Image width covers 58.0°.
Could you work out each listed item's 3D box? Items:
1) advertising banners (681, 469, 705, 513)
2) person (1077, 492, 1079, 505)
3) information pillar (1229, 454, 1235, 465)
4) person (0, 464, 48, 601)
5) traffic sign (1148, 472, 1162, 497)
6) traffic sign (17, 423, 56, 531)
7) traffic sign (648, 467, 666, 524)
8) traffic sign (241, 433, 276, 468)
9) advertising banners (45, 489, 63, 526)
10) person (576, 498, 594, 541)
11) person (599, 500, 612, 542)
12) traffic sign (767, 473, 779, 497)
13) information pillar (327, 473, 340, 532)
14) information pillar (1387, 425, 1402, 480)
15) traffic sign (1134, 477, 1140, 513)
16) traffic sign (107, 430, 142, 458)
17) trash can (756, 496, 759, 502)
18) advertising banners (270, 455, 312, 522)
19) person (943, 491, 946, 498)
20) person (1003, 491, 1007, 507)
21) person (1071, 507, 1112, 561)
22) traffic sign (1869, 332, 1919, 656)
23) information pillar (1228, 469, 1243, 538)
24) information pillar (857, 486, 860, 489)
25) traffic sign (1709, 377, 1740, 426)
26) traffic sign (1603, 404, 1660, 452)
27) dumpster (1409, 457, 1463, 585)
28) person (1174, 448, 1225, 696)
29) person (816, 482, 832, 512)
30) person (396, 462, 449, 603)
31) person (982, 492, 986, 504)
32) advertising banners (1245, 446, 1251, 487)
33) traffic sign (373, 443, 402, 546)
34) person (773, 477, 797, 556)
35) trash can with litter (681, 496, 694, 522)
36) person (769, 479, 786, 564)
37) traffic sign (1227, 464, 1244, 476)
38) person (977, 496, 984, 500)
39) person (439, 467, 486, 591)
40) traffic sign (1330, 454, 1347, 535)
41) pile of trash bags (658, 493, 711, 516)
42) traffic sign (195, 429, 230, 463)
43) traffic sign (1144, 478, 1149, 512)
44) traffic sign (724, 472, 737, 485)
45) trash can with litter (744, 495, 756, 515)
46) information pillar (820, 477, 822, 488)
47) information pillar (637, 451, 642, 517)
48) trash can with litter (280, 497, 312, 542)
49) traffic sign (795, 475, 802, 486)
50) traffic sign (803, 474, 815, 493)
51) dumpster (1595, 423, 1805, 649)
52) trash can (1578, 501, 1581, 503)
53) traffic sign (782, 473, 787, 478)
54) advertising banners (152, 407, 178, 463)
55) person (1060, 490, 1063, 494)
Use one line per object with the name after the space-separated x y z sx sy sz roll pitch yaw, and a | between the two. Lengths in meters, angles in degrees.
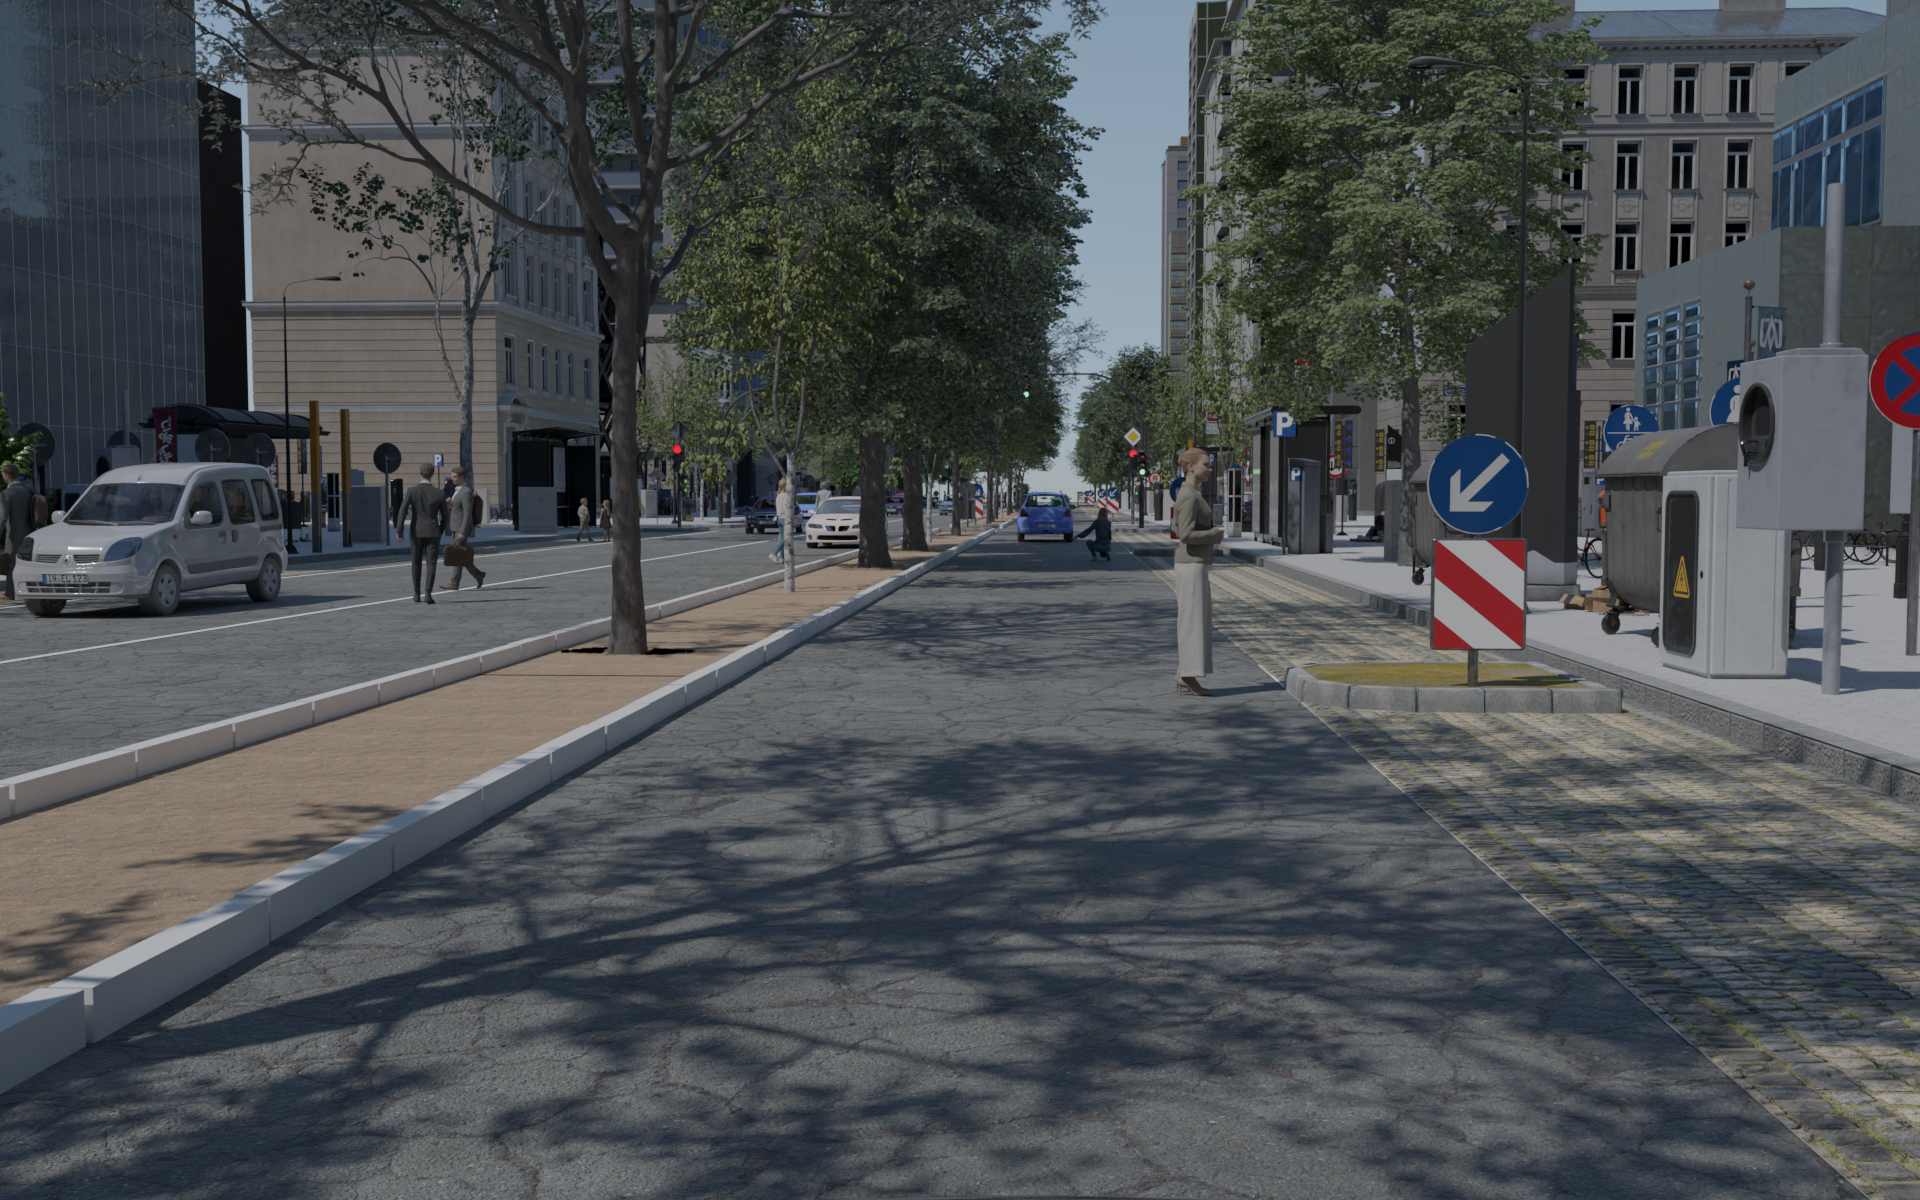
-18.973 -7.734 122.634 2.074 3.025 0.090 -2 4 -31 | advertising banners
14.499 -12.382 211.655 0.721 1.736 1.217 0 4 8 | person
15.674 -6.643 99.968 0.504 3.616 0.183 -3 5 -39 | information pillar
-12.541 -0.896 23.114 0.822 1.834 0.622 0 4 7 | person
11.181 -6.065 99.270 0.768 2.556 0.104 1 4 10 | traffic sign
-16.505 -1.884 30.912 0.768 2.556 0.104 0 4 4 | traffic sign
-12.902 -4.439 73.757 0.795 2.450 0.064 0 4 6 | traffic sign
-14.700 -2.214 36.301 0.768 2.556 0.104 0 4 7 | traffic sign
-22.417 -2.761 41.324 2.074 3.025 0.090 0 4 -1 | advertising banners
-11.383 -2.424 52.399 0.475 1.303 0.640 2 4 32 | person
-10.537 -2.340 51.427 0.362 1.253 0.373 -3 5 -44 | person
-11.486 -6.487 106.171 0.768 2.556 0.104 1 4 12 | traffic sign
-21.442 -3.350 59.269 0.304 2.012 0.304 1 4 14 | information pillar
14.474 -4.065 57.816 0.504 3.616 0.183 1 4 15 | information pillar
12.178 -7.260 118.800 0.768 2.556 0.104 1 4 12 | traffic sign
-16.557 -2.093 34.322 0.768 2.556 0.104 1 4 10 | traffic sign
-13.627 -6.293 114.541 0.748 1.137 0.748 0 3 0 | trash can
-30.152 -4.999 77.919 0.090 3.025 2.074 3 5 42 | advertising banners
-1.852 -12.213 208.187 0.705 1.824 1.348 0 4 4 | person
5.143 -11.584 198.621 0.721 1.735 1.217 -1 4 -17 | person
2.904 -1.419 37.203 1.012 1.151 0.738 -1 4 -14 | person
7.560 -0.831 13.688 0.768 2.556 0.104 1 4 13 | traffic sign
8.073 -2.835 50.839 0.304 2.012 0.304 -2 4 -26 | information pillar
-8.522 -9.389 144.859 0.183 3.616 0.504 2 4 27 | information pillar
8.484 -1.141 18.761 0.768 2.556 0.104 1 4 9 | traffic sign
9.535 -1.503 24.683 0.768 2.556 0.104 0 4 7 | traffic sign
6.903 -1.088 23.553 1.264 1.857 1.865 0 4 3 | dumpster
1.697 -0.199 12.304 0.362 1.759 0.519 0 4 7 | person
-4.396 -2.946 56.542 0.514 1.842 0.818 -2 4 -27 | person
-7.048 -0.886 22.759 0.659 1.850 0.755 -1 4 -16 | person
3.502 -15.023 253.998 0.709 1.838 0.599 0 4 2 | person
10.697 -4.061 62.589 0.090 3.025 2.074 -1 4 -14 | advertising banners
-14.207 -2.621 42.957 0.768 2.556 0.104 1 4 11 | traffic sign
-4.040 -1.934 40.094 0.573 1.828 0.580 -1 4 -14 | person
-12.632 -4.240 80.715 0.624 1.170 1.055 -2 4 -27 | trash can with litter
-3.676 -1.617 35.610 0.598 1.740 0.731 -3 5 -41 | person
11.476 -4.418 72.340 0.768 2.556 0.104 0 4 5 | traffic sign
1.669 -9.497 163.804 1.348 1.821 0.705 0 4 3 | person
-7.375 -1.057 25.742 0.822 1.834 0.622 -3 5 -41 | person
11.861 -3.346 54.808 0.768 2.556 0.104 0 4 5 | traffic sign
-16.712 -5.781 104.270 3.447 1.369 1.912 -1 4 -11 | pile of trash bags
-14.596 -2.061 33.809 0.768 2.556 0.104 1 4 12 | traffic sign
11.151 -6.270 104.649 0.606 2.300 0.079 1 4 8 | traffic sign
-13.216 -6.092 99.714 0.768 2.556 0.104 1 4 12 | traffic sign
-12.299 -5.655 103.510 1.678 1.210 2.233 -3 4 -38 | trash can with litter
-10.988 -8.938 137.495 0.183 3.616 0.504 -1 4 -15 | information pillar
-17.604 -6.344 95.077 0.183 3.616 0.504 1 4 11 | information pillar
-18.301 -2.156 46.307 2.233 1.210 1.678 -1 4 -18 | trash can with litter
-11.149 -7.203 117.769 0.884 2.594 0.081 1 4 9 | traffic sign
-9.827 -6.878 112.553 0.768 2.556 0.104 1 4 10 | traffic sign
6.407 -0.567 15.033 1.264 1.857 1.865 0 4 4 | dumpster
11.992 -1.404 34.603 0.748 1.137 0.748 0 3 0 | trash can
-10.330 -6.348 103.902 0.768 2.556 0.104 0 4 5 | traffic sign
-15.268 -2.367 34.895 2.074 3.025 0.090 0 4 7 | advertising banners
10.873 -10.995 188.142 0.709 1.838 0.599 3 5 40 | person
